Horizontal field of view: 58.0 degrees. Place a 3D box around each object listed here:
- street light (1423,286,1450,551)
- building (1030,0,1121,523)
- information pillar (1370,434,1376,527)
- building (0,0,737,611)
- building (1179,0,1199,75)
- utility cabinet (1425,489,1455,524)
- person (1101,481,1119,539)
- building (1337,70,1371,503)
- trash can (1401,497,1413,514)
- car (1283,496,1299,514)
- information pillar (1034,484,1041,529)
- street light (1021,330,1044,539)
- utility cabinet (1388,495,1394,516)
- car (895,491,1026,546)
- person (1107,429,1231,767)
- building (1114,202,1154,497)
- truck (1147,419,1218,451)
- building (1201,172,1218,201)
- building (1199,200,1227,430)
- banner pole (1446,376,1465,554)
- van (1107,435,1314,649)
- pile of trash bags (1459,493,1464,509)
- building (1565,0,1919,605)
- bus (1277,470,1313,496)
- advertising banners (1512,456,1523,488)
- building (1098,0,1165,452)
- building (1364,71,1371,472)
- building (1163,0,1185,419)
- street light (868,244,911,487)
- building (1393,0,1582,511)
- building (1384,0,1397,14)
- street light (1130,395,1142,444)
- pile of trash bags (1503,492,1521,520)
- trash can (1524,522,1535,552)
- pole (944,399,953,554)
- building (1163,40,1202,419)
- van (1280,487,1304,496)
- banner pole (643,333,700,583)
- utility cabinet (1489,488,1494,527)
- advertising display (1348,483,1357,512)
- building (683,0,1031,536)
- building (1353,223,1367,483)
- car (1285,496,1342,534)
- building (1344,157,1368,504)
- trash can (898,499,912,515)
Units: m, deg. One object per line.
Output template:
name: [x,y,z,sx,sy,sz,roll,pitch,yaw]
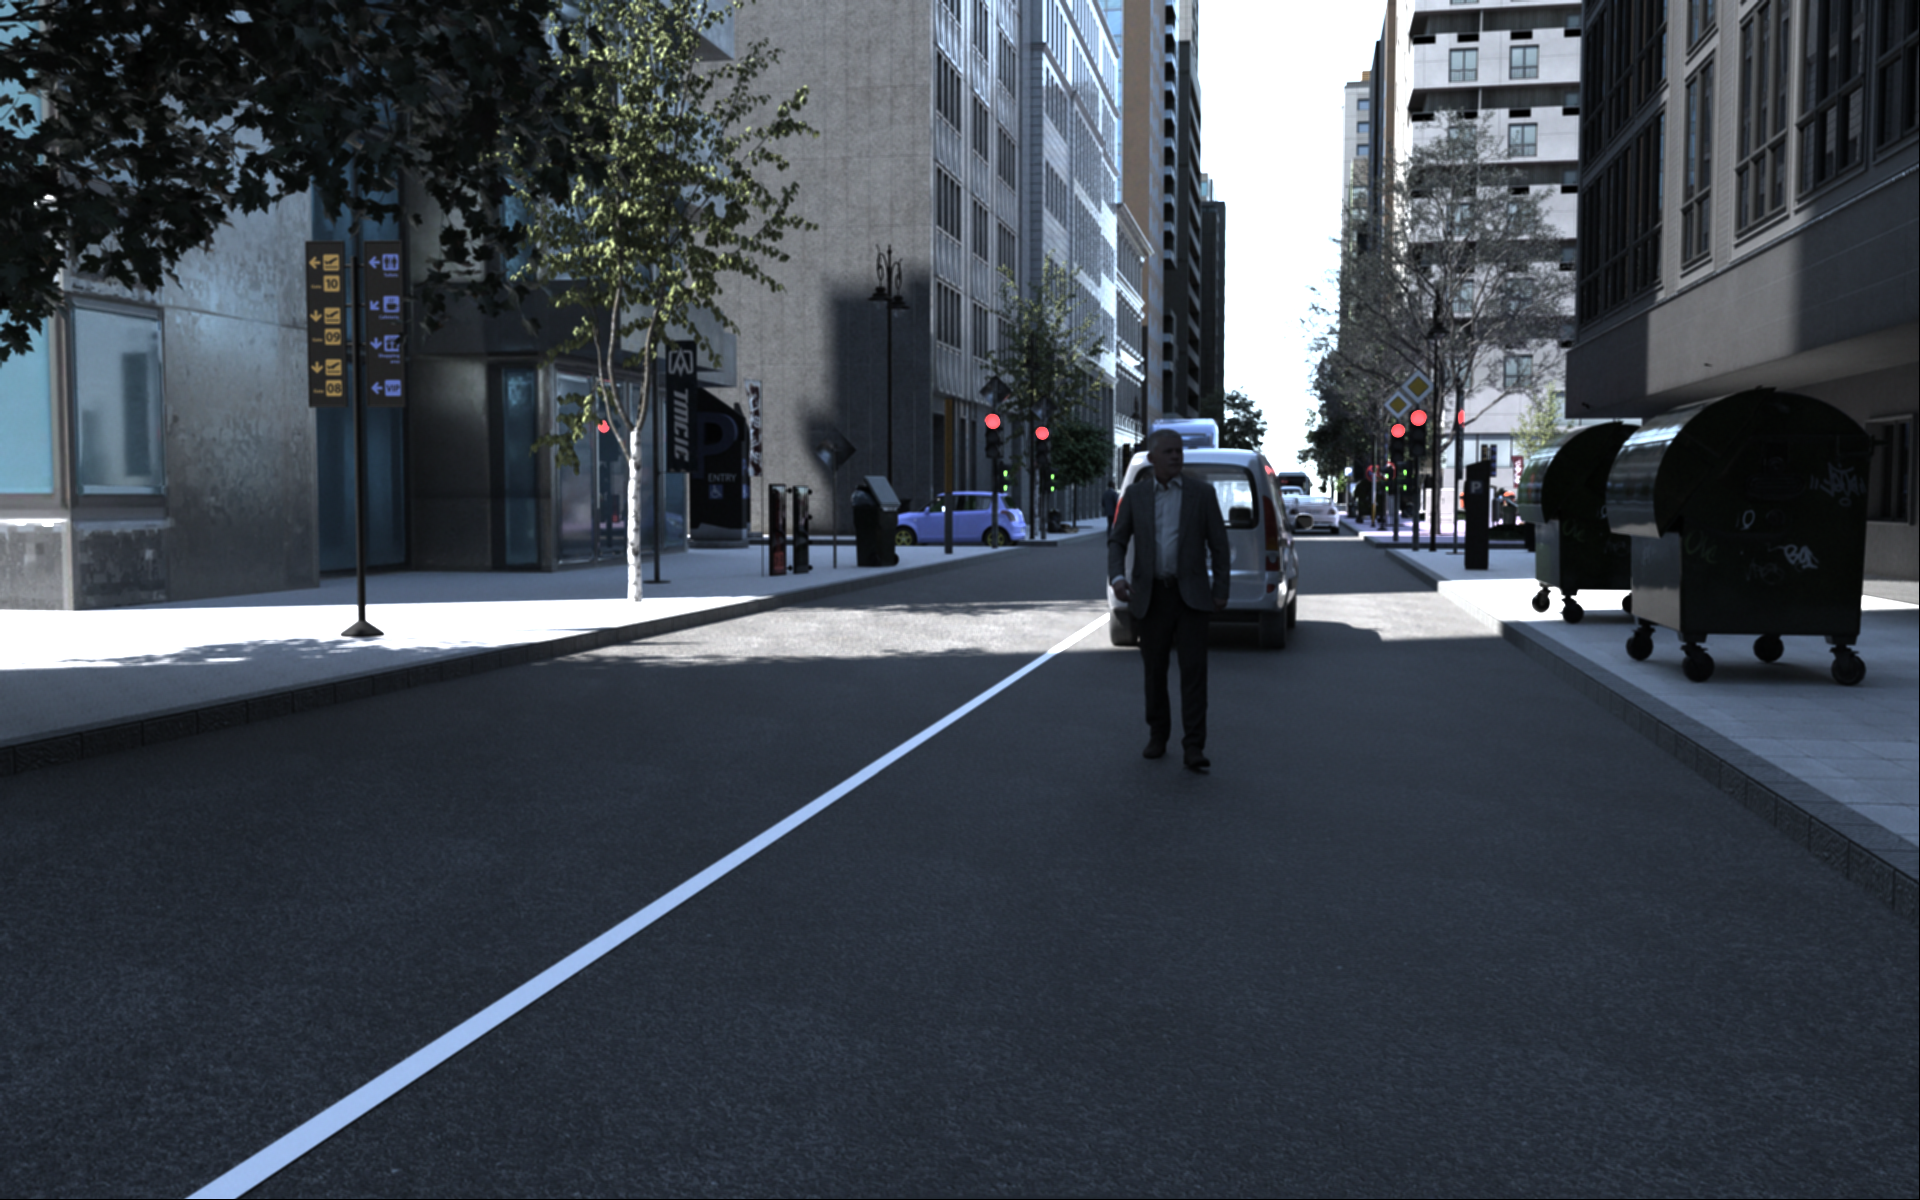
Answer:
street light: [10.586,-4.026,38.607,0.468,5.910,1.993,1,4,11]
building: [0.943,-18.922,86.863,11.434,29.767,29.804,1,4,11]
information pillar: [16.129,-4.656,67.472,0.183,3.616,0.504,1,4,18]
building: [-20.294,-25.073,29.552,30.456,49.044,23.786,1,4,11]
building: [21.693,-47.741,218.816,20.563,71.187,20.611,1,4,11]
utility cabinet: [20.458,-3.984,73.821,1.173,1.500,0.318,1,4,11]
person: [4.279,-2.432,48.444,0.721,1.800,0.419,3,5,41]
building: [64.657,-43.072,246.225,21.231,58.520,28.212,1,4,11]
trash can: [25.219,-5.268,97.791,0.748,1.137,0.748,0,3,0]
car: [14.724,-3.998,77.736,2.083,1.381,4.827,1,4,12]
information pillar: [2.722,-3.525,62.119,0.304,2.012,0.304,-1,4,-13]
street light: [2.045,-4.662,49.004,0.468,5.910,1.993,1,4,11]
utility cabinet: [24.849,-5.425,99.861,0.306,1.237,1.020,0,4,8]
car: [-0.181,-2.120,44.260,3.694,1.707,1.945,1,4,12]
person: [1.120,-0.018,9.193,0.661,1.777,0.834,0,4,0]
building: [5.819,-16.874,112.042,11.583,22.565,21.152,1,4,11]
truck: [8.992,-4.782,67.940,2.967,4.110,18.799,1,4,9]
building: [27.995,-39.093,258.773,23.786,49.044,30.456,1,4,11]
building: [28.784,-33.786,235.993,14.154,41.232,14.086,1,4,11]
banner pole: [10.580,-2.857,36.725,0.401,3.779,0.863,0,4,5]
van: [2.542,-0.645,17.561,2.013,2.044,4.112,1,4,13]
pile of trash bags: [30.223,-5.447,98.816,3.447,1.369,1.912,0,4,0]
building: [17.046,-13.977,22.030,14.314,27.812,24.014,1,4,11]
bus: [28.061,-9.210,145.443,2.948,3.499,13.247,1,4,13]
advertising banners: [26.235,-5.071,79.096,2.074,3.025,0.090,1,4,11]
building: [7.945,-29.405,130.888,14.600,45.320,14.200,1,4,11]
building: [46.684,-31.644,167.488,14.600,45.320,14.200,1,4,11]
building: [9.172,-51.358,152.373,22.319,86.520,31.000,1,4,11]
street light: [-1.306,-3.637,32.250,0.468,5.910,1.993,1,4,11]
building: [47.413,-33.163,131.451,28.713,52.752,27.495,1,4,11]
building: [44.309,-30.789,153.510,14.600,45.320,14.200,1,4,11]
street light: [8.240,-6.624,81.093,0.468,5.910,1.993,1,4,11]
pile of trash bags: [28.638,-4.682,86.297,3.447,1.369,1.912,-1,4,-14]
trash can: [12.872,-1.641,38.491,0.748,1.137,0.748,0,3,0]
pole: [-0.247,-2.649,37.150,0.158,3.312,0.155,0,3,0]
building: [13.770,-34.071,180.757,21.300,48.544,21.600,1,4,11]
van: [18.890,-5.619,98.886,2.013,2.044,4.112,1,4,12]
banner pole: [-4.152,-2.133,24.896,0.863,3.779,0.401,1,4,8]
utility cabinet: [19.555,-3.404,64.335,0.318,1.500,1.173,2,4,26]
advertising display: [22.117,-5.599,96.752,0.974,1.923,0.123,-1,4,-23]
building: [-4.894,-14.975,62.860,12.078,24.808,19.932,1,4,11]
building: [48.873,-25.167,183.188,14.160,30.474,14.107,1,4,11]
car: [12.917,-3.120,63.370,2.083,1.381,4.827,1,4,11]
building: [54.693,-32.302,211.724,14.154,41.232,14.086,1,4,11]
trash can: [-1.712,-2.272,48.798,0.748,1.137,0.748,0,3,0]
